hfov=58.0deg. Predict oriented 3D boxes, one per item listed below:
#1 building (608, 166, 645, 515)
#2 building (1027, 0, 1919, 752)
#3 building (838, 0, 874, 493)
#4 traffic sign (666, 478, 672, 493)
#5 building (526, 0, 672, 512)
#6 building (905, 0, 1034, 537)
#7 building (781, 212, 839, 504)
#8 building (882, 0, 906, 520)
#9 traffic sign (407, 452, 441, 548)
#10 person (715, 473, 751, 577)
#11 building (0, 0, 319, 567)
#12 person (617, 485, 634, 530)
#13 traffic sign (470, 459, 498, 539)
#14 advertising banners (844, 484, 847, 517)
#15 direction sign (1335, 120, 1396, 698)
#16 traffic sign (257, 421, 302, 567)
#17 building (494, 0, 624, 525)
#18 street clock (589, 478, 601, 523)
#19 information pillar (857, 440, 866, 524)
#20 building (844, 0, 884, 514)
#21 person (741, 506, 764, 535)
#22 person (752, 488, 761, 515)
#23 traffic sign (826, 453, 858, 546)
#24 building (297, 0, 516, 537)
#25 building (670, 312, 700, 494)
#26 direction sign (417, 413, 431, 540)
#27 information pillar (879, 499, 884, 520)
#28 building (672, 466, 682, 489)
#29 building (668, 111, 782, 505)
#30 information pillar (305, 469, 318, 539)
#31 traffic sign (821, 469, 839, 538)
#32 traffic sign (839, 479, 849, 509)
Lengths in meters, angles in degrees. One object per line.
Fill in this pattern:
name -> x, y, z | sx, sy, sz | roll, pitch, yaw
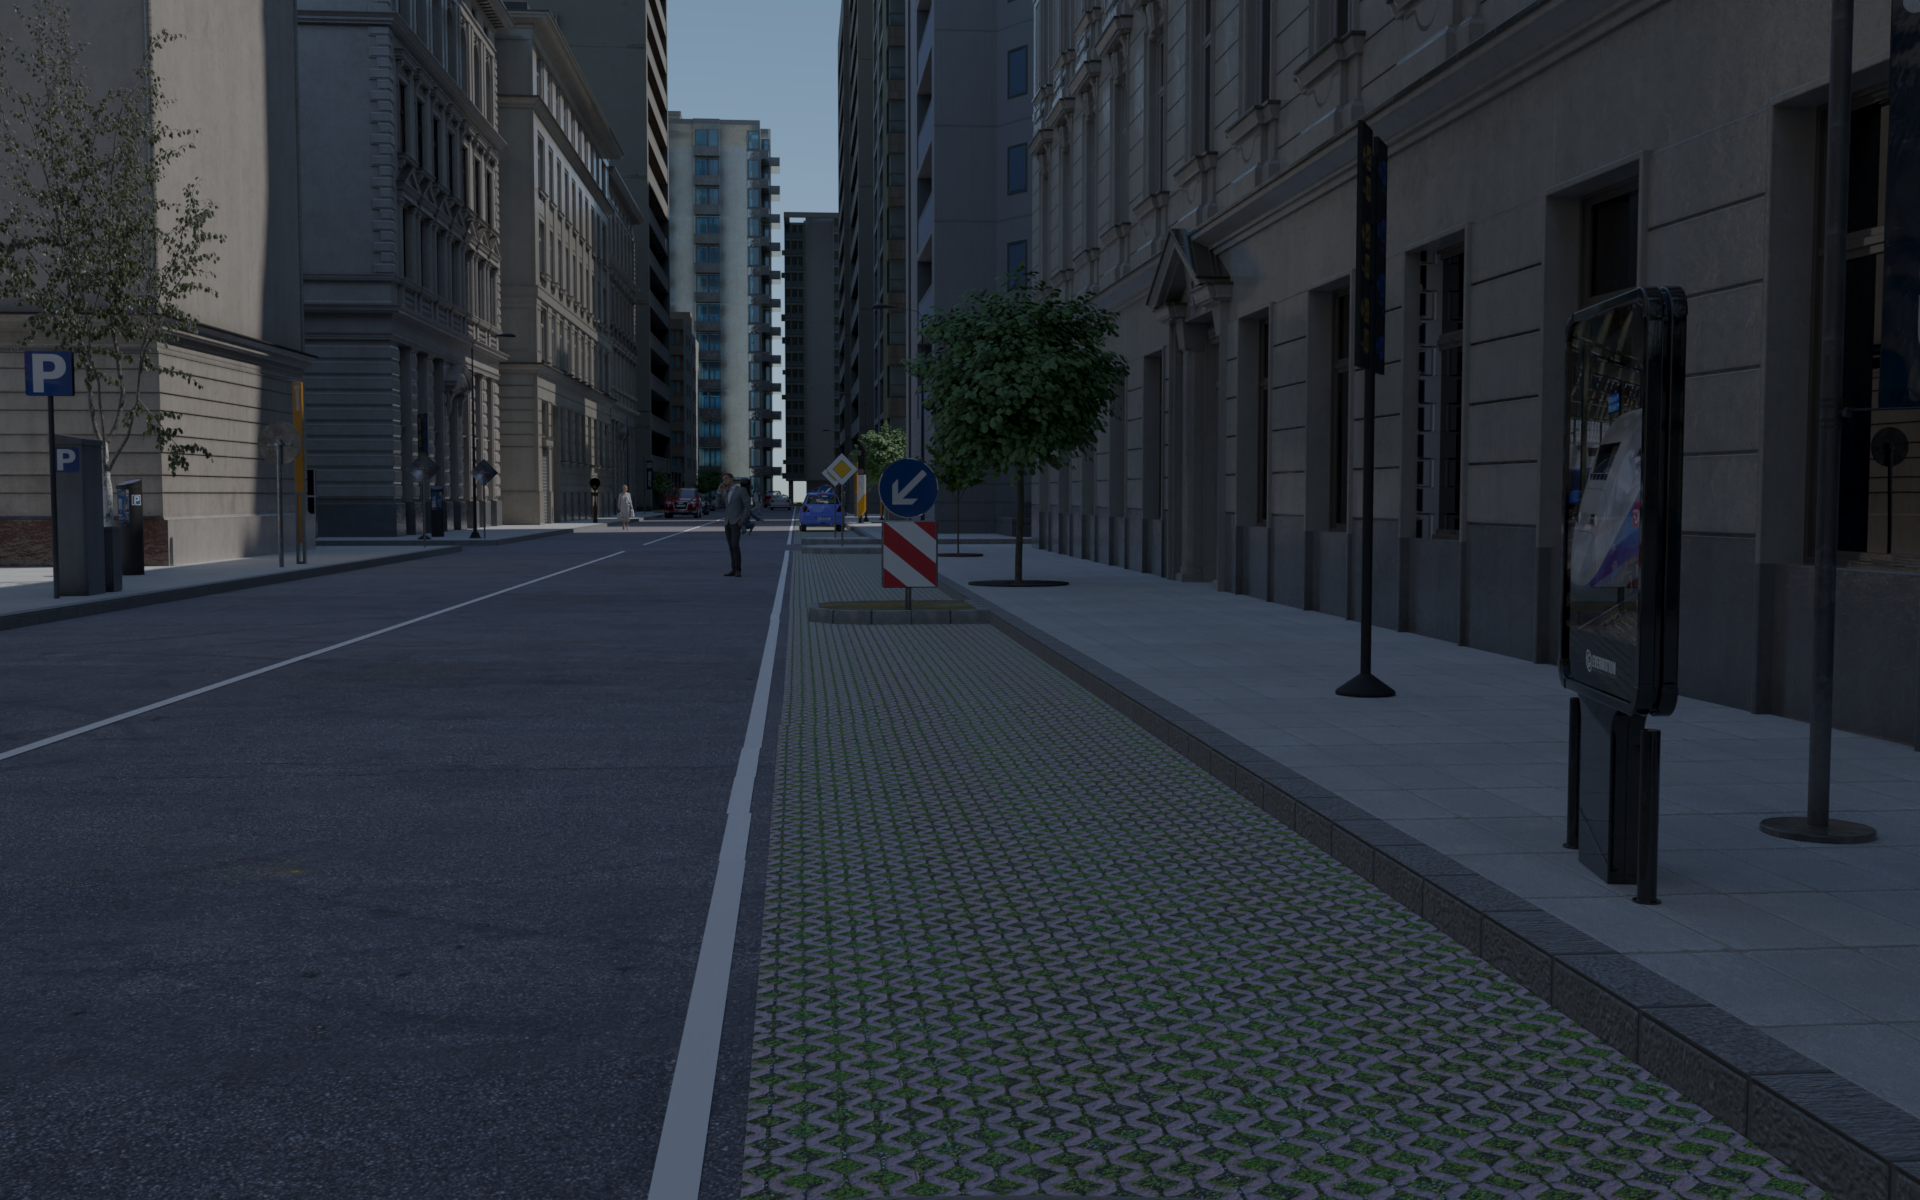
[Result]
building -> -26.265, -17.160, 109.441 | 11.050, 23.489, 19.941 | 0, 4, -5
building -> 11.561, -14.905, 20.108 | 17.030, 29.872, 44.131 | 0, 4, -5
building -> -0.317, -32.814, 160.205 | 21.300, 48.544, 21.600 | 0, 4, -5
traffic sign -> -20.288, -7.260, 119.891 | 0.795, 2.450, 0.064 | 0, 4, -5
building -> -33.971, -31.182, 133.524 | 21.300, 48.544, 21.600 | 0, 4, -5
building -> 12.703, -31.671, 59.827 | 28.212, 58.520, 21.231 | 0, 4, -5
building -> -11.137, -32.623, 225.260 | 23.993, 40.220, 32.217 | 0, 4, -5
building -> 2.889, -19.502, 90.559 | 14.160, 30.474, 14.107 | 0, 4, -5
traffic sign -> -12.842, -2.316, 41.509 | 0.795, 2.450, 0.064 | 0, 4, -5
person -> -3.953, -1.313, 30.142 | 0.473, 1.802, 0.592 | -3, 4, -39
building -> -23.523, -10.361, 34.030 | 19.286, 19.102, 10.561 | 0, 4, -5
person -> -13.291, -3.673, 68.913 | 0.694, 1.780, 0.624 | 0, 4, 1
traffic sign -> -13.587, -2.802, 49.460 | 0.795, 2.450, 0.064 | 0, 4, -5
advertising banners -> -6.595, -6.304, 99.251 | 0.090, 3.025, 2.074 | 0, 4, -7
direction sign -> 2.593, -1.161, 10.973 | 0.379, 3.537, 0.876 | 2, 4, 23
traffic sign -> -11.892, -1.846, 30.283 | 0.768, 2.556, 0.104 | 0, 4, -1
building -> -25.907, -15.355, 84.338 | 16.112, 22.955, 30.059 | 0, 4, -5
street clock -> -16.074, -4.387, 76.291 | 0.471, 2.002, 0.358 | -1, 4, -16
information pillar -> -4.251, -5.108, 74.871 | 0.183, 3.616, 0.504 | -3, 5, -40
building -> 2.669, -41.374, 114.718 | 20.563, 71.187, 20.611 | 0, 4, -5
person -> -7.376, -2.861, 60.783 | 1.012, 1.151, 0.738 | -1, 4, -20
person -> -13.892, -6.703, 117.967 | 0.818, 1.842, 0.514 | 1, 4, 9
traffic sign -> -2.889, -2.372, 42.418 | 0.795, 2.450, 0.064 | 0, 4, -5
building -> -22.387, -14.111, 59.587 | 11.050, 23.489, 19.941 | 0, 4, -5
building -> -43.013, -20.705, 183.566 | 28.899, 21.520, 27.650 | 0, 4, -5
direction sign -> -15.130, -3.475, 48.821 | 0.379, 3.537, 0.876 | -2, 4, -33
information pillar -> -3.842, -5.755, 85.448 | 0.183, 3.616, 0.504 | 1, 4, 13
building -> -35.656, -43.768, 153.857 | 20.563, 71.187, 20.611 | 0, 4, -5
building -> -37.932, -36.663, 219.043 | 30.456, 49.044, 23.786 | 0, 4, -5
information pillar -> -18.725, -2.781, 49.969 | 0.304, 2.012, 0.304 | -1, 4, -12
traffic sign -> -3.634, -2.858, 50.368 | 0.795, 2.450, 0.064 | 0, 4, -5
traffic sign -> -7.281, -6.578, 107.660 | 0.768, 2.556, 0.104 | 0, 4, 3
